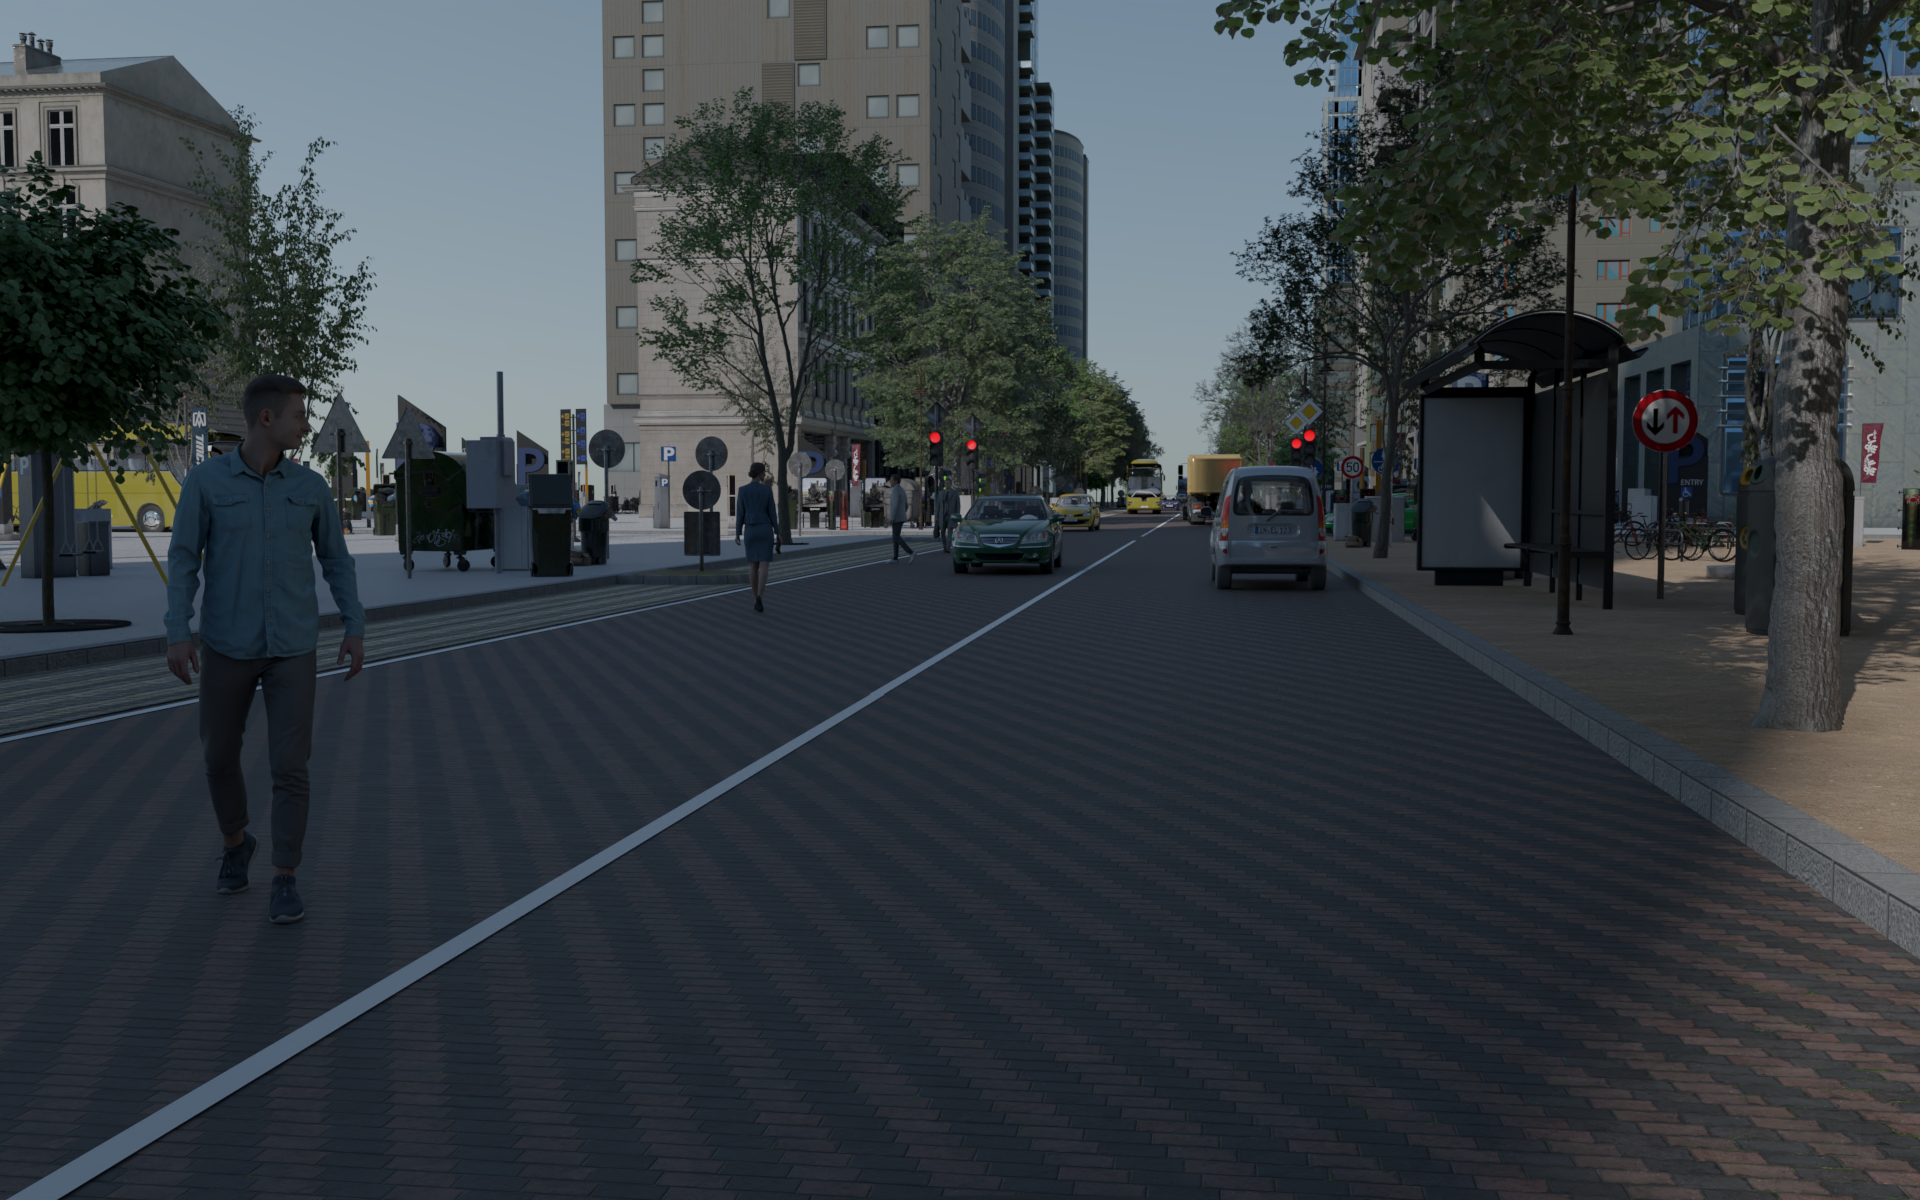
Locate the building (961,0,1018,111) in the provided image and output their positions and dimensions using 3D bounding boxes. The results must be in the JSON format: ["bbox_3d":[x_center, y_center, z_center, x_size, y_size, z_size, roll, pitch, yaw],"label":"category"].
[{"bbox_3d":[-6.085,-38.928,178.467,21.231,58.520,28.212,1,4,8],"label":"building"}]

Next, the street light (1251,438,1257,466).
[{"bbox_3d":[23.427,-10.132,138.441,0.468,5.910,1.993,1,4,8],"label":"street light"}]

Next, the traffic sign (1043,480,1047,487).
[{"bbox_3d":[5.763,-7.547,123.393,0.884,2.594,0.081,1,4,14],"label":"traffic sign"}]

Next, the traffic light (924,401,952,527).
[{"bbox_3d":[-0.690,-3.881,52.382,0.839,4.253,0.868,1,4,8],"label":"traffic light"}]

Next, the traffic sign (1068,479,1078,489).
[{"bbox_3d":[8.721,-8.094,133.528,0.795,2.450,0.064,1,4,15],"label":"traffic sign"}]

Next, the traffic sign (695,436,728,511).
[{"bbox_3d":[-5.484,-2.328,38.176,0.768,2.556,0.104,1,4,14],"label":"traffic sign"}]

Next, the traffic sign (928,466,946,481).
[{"bbox_3d":[-0.976,-4.301,70.323,0.884,2.594,0.081,1,4,16],"label":"traffic sign"}]

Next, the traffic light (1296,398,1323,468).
[{"bbox_3d":[10.209,-3.785,50.811,0.839,4.253,0.868,1,4,8],"label":"traffic light"}]

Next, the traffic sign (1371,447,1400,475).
[{"bbox_3d":[11.473,-2.851,46.716,0.768,2.556,0.104,1,4,17],"label":"traffic sign"}]

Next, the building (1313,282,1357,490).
[{"bbox_3d":[57.975,-29.273,250.308,14.160,30.474,14.107,1,4,8],"label":"building"}]

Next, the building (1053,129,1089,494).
[{"bbox_3d":[8.896,-44.890,275.951,21.231,58.520,28.212,1,4,8],"label":"building"}]

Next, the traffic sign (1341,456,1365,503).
[{"bbox_3d":[13.009,-3.506,57.430,0.768,2.556,0.104,1,4,14],"label":"traffic sign"}]

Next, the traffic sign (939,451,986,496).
[{"bbox_3d":[0.116,-5.366,81.615,2.265,3.308,0.079,1,4,13],"label":"traffic sign"}]

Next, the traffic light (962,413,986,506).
[{"bbox_3d":[0.465,-4.365,60.284,0.839,4.253,0.868,1,4,8],"label":"traffic light"}]

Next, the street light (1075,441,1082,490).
[{"bbox_3d":[9.515,-10.024,136.682,0.468,5.910,1.993,1,4,8],"label":"street light"}]

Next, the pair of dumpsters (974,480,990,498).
[{"bbox_3d":[1.651,-6.168,103.345,1.574,2.255,4.437,1,4,8],"label":"pair of dumpsters"}]

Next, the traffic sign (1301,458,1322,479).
[{"bbox_3d":[12.402,-3.727,61.038,0.768,2.556,0.104,1,4,9],"label":"traffic sign"}]

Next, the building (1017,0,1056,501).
[{"bbox_3d":[3.068,-57.084,245.999,22.319,86.520,31.000,1,4,8],"label":"building"}]

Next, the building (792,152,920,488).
[{"bbox_3d":[-10.204,-17.822,121.072,12.332,23.373,15.834,1,4,8],"label":"building"}]

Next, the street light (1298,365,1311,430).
[{"bbox_3d":[12.374,-5.469,62.204,0.468,5.910,1.993,1,4,8],"label":"street light"}]

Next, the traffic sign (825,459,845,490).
[{"bbox_3d":[-4.575,-3.867,63.325,0.768,2.556,0.104,1,4,14],"label":"traffic sign"}]

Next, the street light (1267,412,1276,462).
[{"bbox_3d":[17.472,-7.615,97.285,0.468,5.910,1.993,1,4,8],"label":"street light"}]

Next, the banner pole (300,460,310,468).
[{"bbox_3d":[-43.608,-7.655,115.175,0.863,3.779,0.401,0,4,-8],"label":"banner pole"}]

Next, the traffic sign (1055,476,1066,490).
[{"bbox_3d":[7.105,-7.484,122.463,0.768,2.556,0.104,1,4,10],"label":"traffic sign"}]

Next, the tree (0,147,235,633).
[{"bbox_3d":[-8.714,-2.002,16.450,4.285,4.588,4.351,0,3,0],"label":"tree"}]

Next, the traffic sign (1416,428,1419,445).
[{"bbox_3d":[7.577,-1.665,27.321,0.768,2.556,0.104,1,4,11],"label":"traffic sign"}]

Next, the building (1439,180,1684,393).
[{"bbox_3d":[47.817,-16.508,114.947,27.650,21.520,28.899,1,4,8],"label":"building"}]

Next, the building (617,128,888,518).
[{"bbox_3d":[-12.675,-14.813,93.107,10.553,20.767,40.483,1,4,8],"label":"building"}]

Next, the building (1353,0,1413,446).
[{"bbox_3d":[56.115,-36.093,179.361,28.713,52.752,27.495,1,4,8],"label":"building"}]

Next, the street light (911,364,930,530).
[{"bbox_3d":[-1.397,-5.446,61.830,0.468,5.910,1.993,1,4,8],"label":"street light"}]

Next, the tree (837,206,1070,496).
[{"bbox_3d":[-0.289,-10.355,75.958,9.857,13.997,8.962,0,3,0],"label":"tree"}]

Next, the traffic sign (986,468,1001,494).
[{"bbox_3d":[1.573,-5.093,83.369,0.768,2.556,0.104,1,4,9],"label":"traffic sign"}]

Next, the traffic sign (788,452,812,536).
[{"bbox_3d":[-4.862,-3.207,52.539,0.768,2.556,0.104,1,4,16],"label":"traffic sign"}]

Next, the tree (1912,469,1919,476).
[{"bbox_3d":[35.976,-4.202,63.303,1.663,3.219,1.824,0,3,0],"label":"tree"}]

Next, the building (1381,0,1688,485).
[{"bbox_3d":[46.138,-42.980,140.974,20.563,71.187,20.611,1,4,8],"label":"building"}]

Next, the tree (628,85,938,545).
[{"bbox_3d":[-4.418,-7.209,43.616,9.928,11.665,9.643,0,3,0],"label":"tree"}]

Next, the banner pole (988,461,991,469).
[{"bbox_3d":[2.214,-8.504,129.058,0.401,3.779,0.863,1,4,21],"label":"banner pole"}]

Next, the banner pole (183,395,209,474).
[{"bbox_3d":[-19.391,-3.296,43.914,0.863,3.779,0.401,1,4,13],"label":"banner pole"}]

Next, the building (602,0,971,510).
[{"bbox_3d":[-13.777,-34.383,151.404,28.713,52.752,27.495,1,4,8],"label":"building"}]

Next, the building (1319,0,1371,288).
[{"bbox_3d":[65.237,-58.570,270.290,22.319,86.520,31.000,1,4,8],"label":"building"}]

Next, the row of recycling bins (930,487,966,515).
[{"bbox_3d":[-0.862,-6.171,108.004,1.069,1.692,3.534,3,4,36],"label":"row of recycling bins"}]

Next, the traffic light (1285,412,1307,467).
[{"bbox_3d":[11.363,-4.269,58.713,0.839,4.253,0.868,1,4,8],"label":"traffic light"}]

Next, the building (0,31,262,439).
[{"bbox_3d":[-54.321,-16.287,85.379,34.723,24.649,14.460,1,4,8],"label":"building"}]

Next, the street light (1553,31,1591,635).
[{"bbox_3d":[5.517,-2.623,15.668,0.468,5.910,1.993,1,4,8],"label":"street light"}]

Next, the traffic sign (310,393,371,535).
[{"bbox_3d":[-7.962,-1.360,22.246,0.884,2.594,0.081,1,4,16],"label":"traffic sign"}]

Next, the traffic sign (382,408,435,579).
[{"bbox_3d":[-8.334,-1.599,26.149,0.884,2.594,0.081,1,4,13],"label":"traffic sign"}]

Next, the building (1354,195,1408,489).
[{"bbox_3d":[44.638,-23.746,159.945,14.160,30.474,14.107,1,4,8],"label":"building"}]

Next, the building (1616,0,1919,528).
[{"bbox_3d":[45.136,-46.483,72.664,31.000,86.520,22.319,1,4,8],"label":"building"}]

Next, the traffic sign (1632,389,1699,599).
[{"bbox_3d":[8.578,-1.286,21.137,0.768,2.556,0.104,1,4,12],"label":"traffic sign"}]

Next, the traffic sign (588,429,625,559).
[{"bbox_3d":[-6.965,-2.081,34.126,0.768,2.556,0.104,1,4,11],"label":"traffic sign"}]

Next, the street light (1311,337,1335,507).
[{"bbox_3d":[10.599,-4.746,50.387,0.468,5.910,1.993,1,4,8],"label":"street light"}]
